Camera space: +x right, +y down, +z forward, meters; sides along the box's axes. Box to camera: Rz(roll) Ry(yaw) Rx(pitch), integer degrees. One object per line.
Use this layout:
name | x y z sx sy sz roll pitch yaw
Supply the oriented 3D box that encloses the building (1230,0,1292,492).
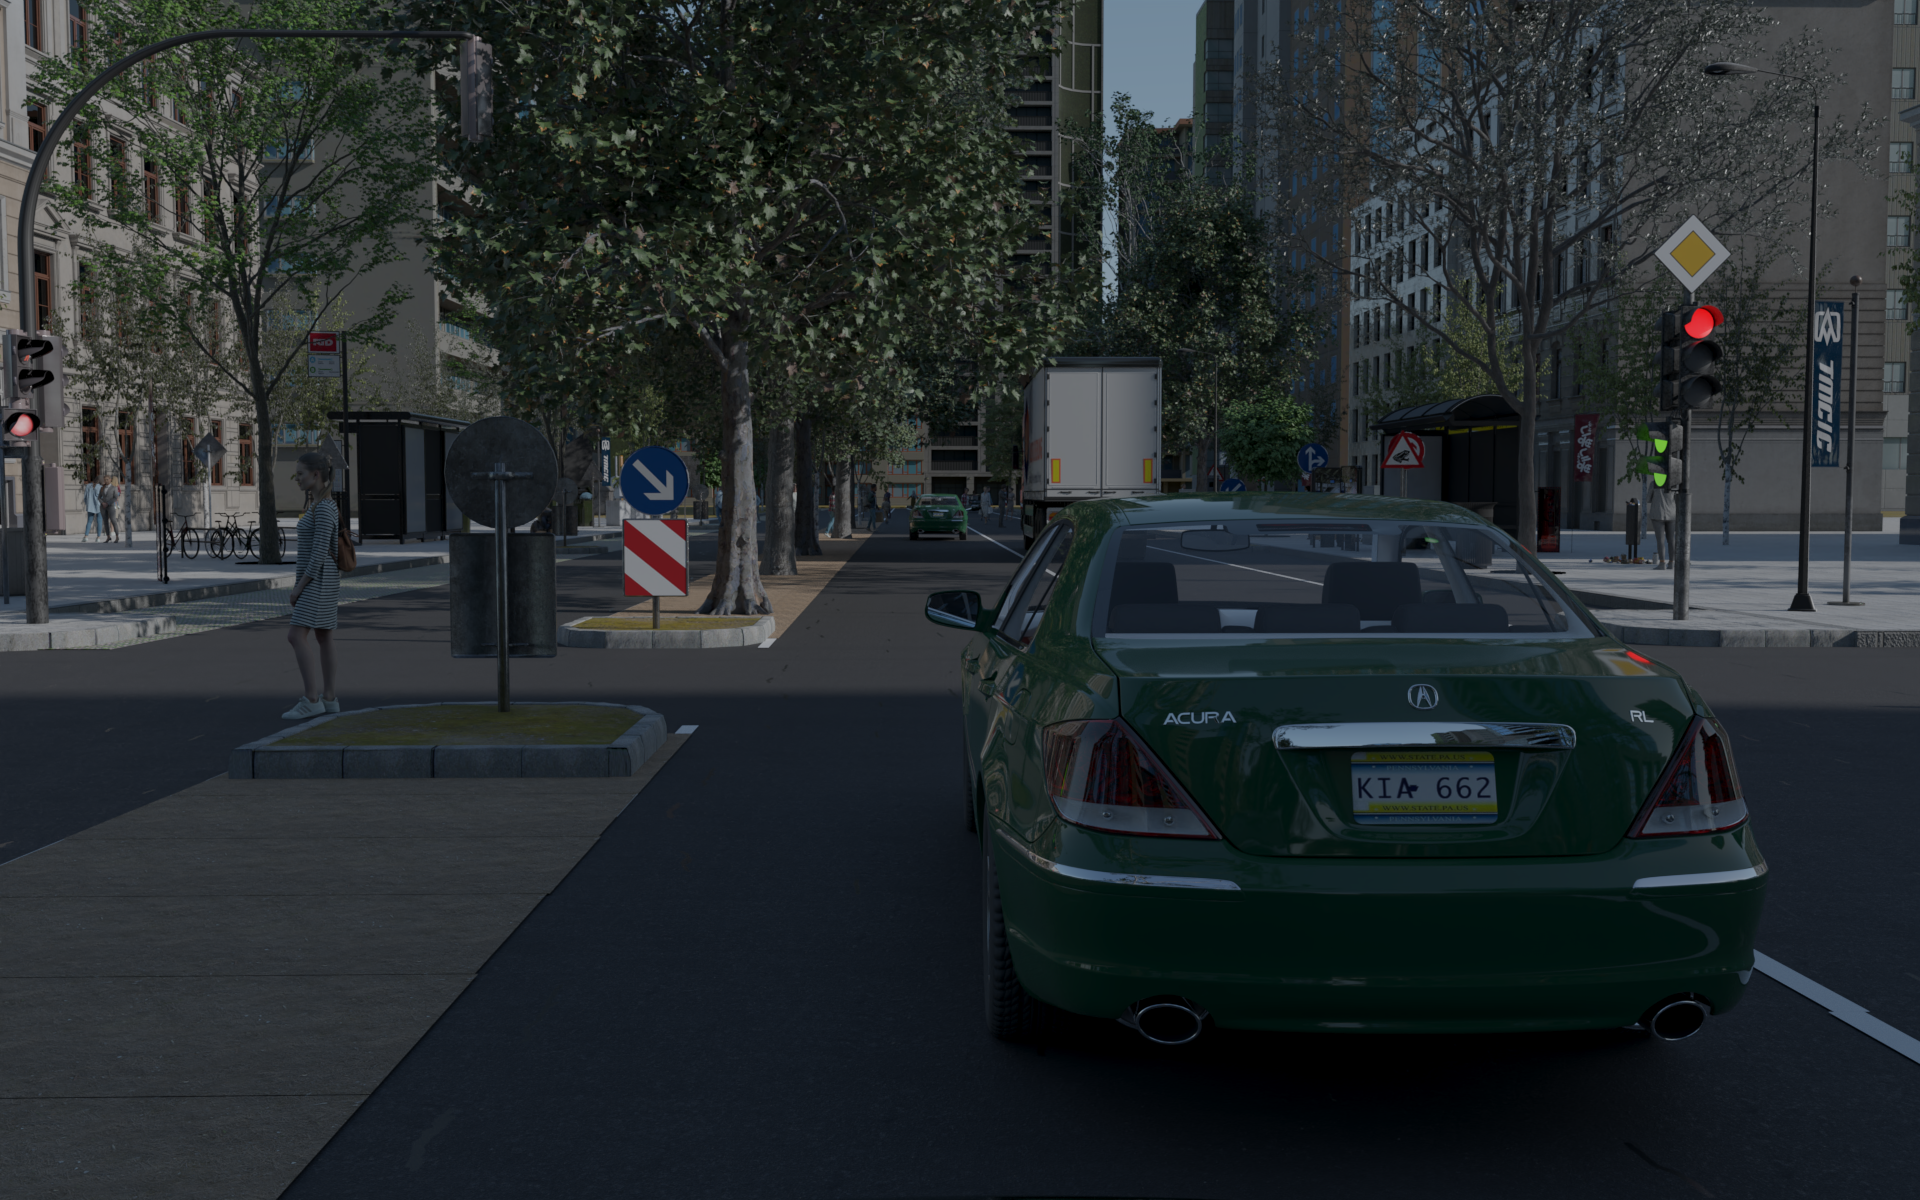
building | 30.544 -35.689 125.515 21.231 58.520 28.212 0 4 -2

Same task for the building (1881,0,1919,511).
building | 61.440 -33.775 141.452 27.495 52.752 28.713 0 4 -2

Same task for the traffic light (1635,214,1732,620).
traffic light | 7.331 -1.751 17.547 0.839 4.253 0.868 0 4 -2

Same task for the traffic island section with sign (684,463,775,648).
traffic island section with sign | -2.898 -0.543 17.015 2.006 1.907 1.989 0 4 -2

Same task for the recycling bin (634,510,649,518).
recycling bin | -14.280 -3.940 76.967 0.722 1.027 0.722 -3 5 -39

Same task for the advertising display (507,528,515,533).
advertising display | -12.572 -2.645 48.458 0.123 1.923 0.974 -2 4 -25

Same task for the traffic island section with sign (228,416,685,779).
traffic island section with sign | -2.685 -0.090 9.611 2.006 1.907 1.989 0 4 -2

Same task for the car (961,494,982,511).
car | 1.085 -7.505 132.497 2.009 1.686 4.222 0 4 -1

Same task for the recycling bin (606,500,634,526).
recycling bin | -13.676 -3.471 69.303 0.722 1.027 0.722 2 4 26

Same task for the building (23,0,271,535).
building | -33.068 -13.696 60.089 11.583 22.565 21.152 0 4 -2

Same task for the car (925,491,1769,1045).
car | 0.942 0.355 5.995 2.131 1.459 4.920 0 4 -1

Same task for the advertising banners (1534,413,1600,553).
advertising banners | 12.892 -2.555 37.960 2.074 3.025 0.090 1 4 21

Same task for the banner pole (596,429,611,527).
banner pole | -13.776 -4.700 66.860 0.401 3.779 0.863 2 4 34

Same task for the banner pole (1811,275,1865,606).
banner pole | 10.029 -1.824 19.847 0.863 3.779 0.401 -1 4 -18

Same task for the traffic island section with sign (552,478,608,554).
traffic island section with sign | -9.584 -2.029 41.810 1.989 1.847 2.006 0 4 -2

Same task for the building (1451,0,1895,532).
building | 26.698 -13.357 67.534 9.793 20.994 18.267 0 4 -2

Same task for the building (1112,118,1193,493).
building | 31.202 -33.461 201.712 28.867 44.769 22.147 0 4 -2

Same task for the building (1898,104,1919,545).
building | 33.963 -15.376 37.309 20.117 28.700 13.634 0 4 -2

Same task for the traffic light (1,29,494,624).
traffic light | -7.035 -2.597 17.136 4.771 5.953 1.251 0 4 -2

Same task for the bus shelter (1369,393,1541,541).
bus shelter | 10.611 -2.675 37.668 2.014 3.302 5.546 0 4 -2

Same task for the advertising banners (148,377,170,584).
advertising banners | -11.767 -1.788 25.414 0.090 3.025 2.074 -2 4 -29

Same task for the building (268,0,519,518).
building | -39.020 -29.247 101.887 21.300 48.544 21.600 0 4 -2

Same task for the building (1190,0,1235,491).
building | 26.567 -28.345 147.042 14.154 41.232 14.086 0 4 -2

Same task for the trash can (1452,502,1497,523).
trash can | 8.820 -1.105 29.716 0.748 1.137 0.748 0 3 0

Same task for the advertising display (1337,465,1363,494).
advertising display | 8.804 -2.069 39.037 0.123 1.923 0.974 -1 4 -11

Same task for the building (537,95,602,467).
building | -45.513 -31.885 140.935 30.456 49.044 23.786 0 4 -2

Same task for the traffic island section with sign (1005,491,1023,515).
traffic island section with sign | 4.314 -6.781 119.499 1.989 1.847 2.006 0 4 -2

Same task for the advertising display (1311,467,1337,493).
advertising display | 8.829 -2.223 41.559 0.974 1.923 0.123 -2 4 -31

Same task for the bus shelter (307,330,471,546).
bus shelter | -14.990 -4.138 45.285 2.179 5.291 8.768 0 4 -2

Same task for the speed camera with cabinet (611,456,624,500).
speed camera with cabinet | -17.303 -5.869 90.293 2.038 3.252 0.660 3 4 36

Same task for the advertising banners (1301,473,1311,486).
advertising banners | 11.904 -3.692 56.553 0.090 3.025 2.074 -3 5 -43

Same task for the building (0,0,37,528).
building | -32.346 -15.499 39.318 13.634 28.700 20.117 0 4 -2

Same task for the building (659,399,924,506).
building | -18.798 -21.887 202.890 28.899 21.520 27.650 0 4 -2

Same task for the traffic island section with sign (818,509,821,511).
traffic island section with sign | -12.715 -8.406 146.072 1.989 1.847 2.006 0 4 -2

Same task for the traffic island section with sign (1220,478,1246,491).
traffic island section with sign | 6.596 -2.128 43.419 1.989 1.847 2.006 0 4 -2

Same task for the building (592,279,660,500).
building | -40.697 -25.948 195.946 14.107 30.474 14.160 0 4 -2

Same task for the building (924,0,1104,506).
building | 6.034 -46.540 199.185 20.611 71.187 20.563 0 4 -2

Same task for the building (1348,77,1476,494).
building | 26.450 -14.088 85.086 10.420 20.320 16.860 0 4 -2

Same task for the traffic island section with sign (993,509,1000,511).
traffic island section with sign | 3.494 -8.429 146.442 1.989 1.847 2.006 0 4 -2

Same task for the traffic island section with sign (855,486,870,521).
traffic island section with sign | -5.167 -5.137 92.119 2.006 1.907 1.989 0 4 -2

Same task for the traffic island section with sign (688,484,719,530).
traffic island section with sign | -10.429 -3.742 69.816 1.989 1.847 2.006 0 4 -2

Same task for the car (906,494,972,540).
car | -0.681 -2.658 55.261 2.131 1.459 4.920 0 4 0

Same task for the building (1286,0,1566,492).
building | 28.302 -27.802 104.674 14.600 45.320 14.200 0 4 -2
